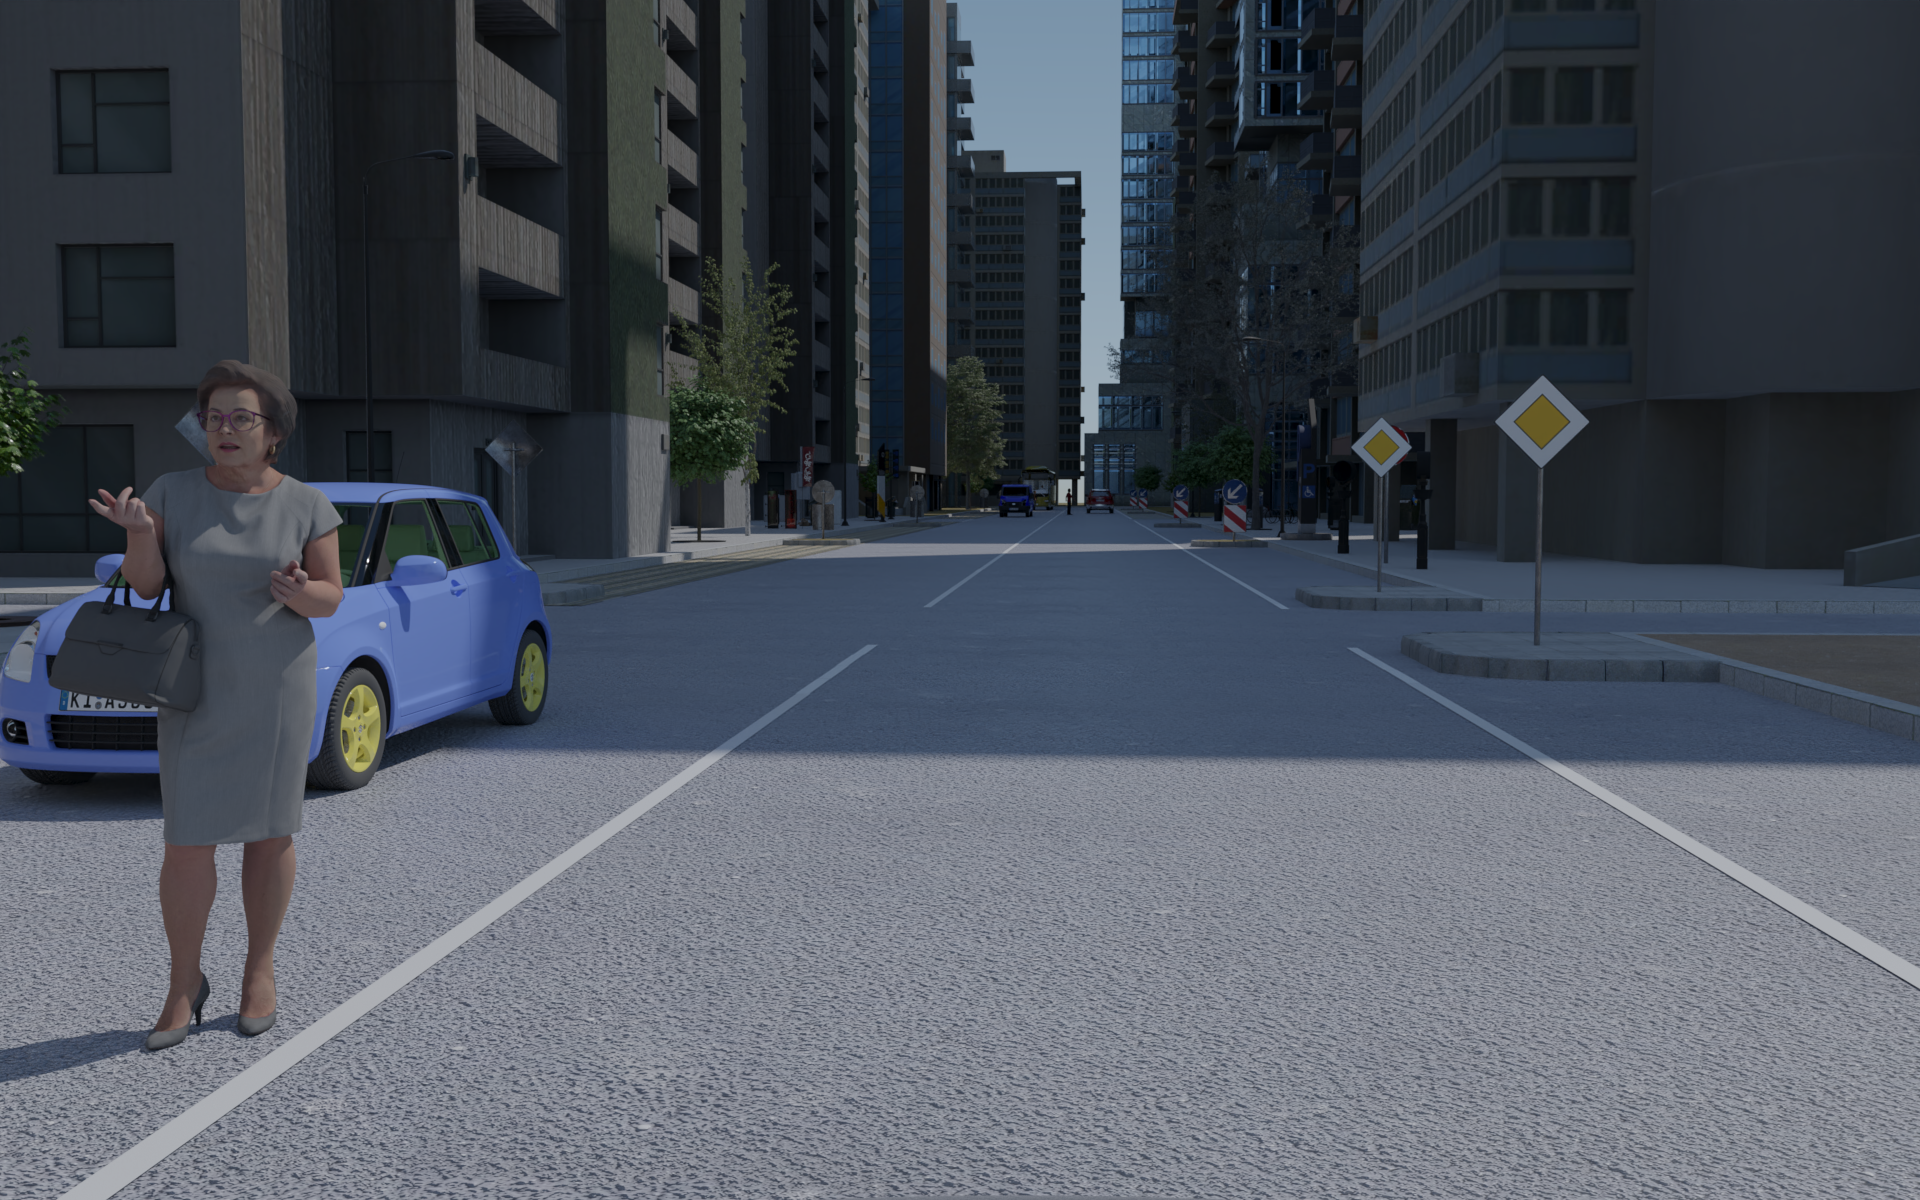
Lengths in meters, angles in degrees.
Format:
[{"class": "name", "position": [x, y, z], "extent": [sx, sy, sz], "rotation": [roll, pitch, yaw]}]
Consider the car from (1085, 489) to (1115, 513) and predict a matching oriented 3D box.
[{"class": "car", "position": [10.472, -7.391, 129.515], "extent": [2.281, 1.827, 5.304], "rotation": [0, 4, 4]}]

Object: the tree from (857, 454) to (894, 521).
[{"class": "tree", "position": [-4.227, -5.419, 83.199], "extent": [1.663, 3.219, 1.824], "rotation": [0, 3, 0]}]

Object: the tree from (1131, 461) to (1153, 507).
[{"class": "tree", "position": [18.588, -11.455, 171.006], "extent": [4.285, 4.588, 4.351], "rotation": [0, 3, 0]}]

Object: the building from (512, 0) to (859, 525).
[{"class": "building", "position": [-13.028, -19.291, 87.116], "extent": [14.160, 30.474, 14.107], "rotation": [0, 4, 4]}]

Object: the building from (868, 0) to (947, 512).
[{"class": "building", "position": [-8.468, -29.320, 129.485], "extent": [14.600, 45.320, 14.200], "rotation": [0, 4, 4]}]

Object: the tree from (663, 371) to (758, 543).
[{"class": "tree", "position": [-7.074, -3.828, 46.300], "extent": [4.285, 4.588, 4.351], "rotation": [0, 3, 0]}]

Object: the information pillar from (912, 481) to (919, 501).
[{"class": "information pillar", "position": [-2.412, -5.532, 94.939], "extent": [0.304, 2.012, 0.304], "rotation": [-2, 4, -23]}]

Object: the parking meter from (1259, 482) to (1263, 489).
[{"class": "parking meter", "position": [14.138, -4.642, 81.605], "extent": [0.255, 1.863, 0.399], "rotation": [0, 4, 2]}]

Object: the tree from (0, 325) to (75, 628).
[{"class": "tree", "position": [-9.698, -1.362, 16.872], "extent": [1.663, 3.219, 1.824], "rotation": [0, 3, 0]}]

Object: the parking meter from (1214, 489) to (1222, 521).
[{"class": "parking meter", "position": [12.098, -4.448, 81.129], "extent": [0.372, 1.533, 0.369], "rotation": [0, 3, 0]}]

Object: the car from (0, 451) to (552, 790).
[{"class": "car", "position": [-3.608, 0.001, 9.569], "extent": [1.945, 1.707, 3.694], "rotation": [0, 4, 6]}]

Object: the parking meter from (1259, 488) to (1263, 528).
[{"class": "parking meter", "position": [11.173, -3.457, 64.926], "extent": [0.372, 1.533, 0.369], "rotation": [0, 3, 0]}]

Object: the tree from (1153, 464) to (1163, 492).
[{"class": "tree", "position": [12.955, -6.759, 94.230], "extent": [4.285, 4.588, 4.351], "rotation": [0, 3, 0]}]

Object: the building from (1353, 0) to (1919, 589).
[{"class": "building", "position": [21.814, -21.060, 36.211], "extent": [23.993, 40.220, 32.217], "rotation": [0, 4, 4]}]

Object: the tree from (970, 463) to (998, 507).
[{"class": "tree", "position": [2.281, -11.763, 176.042], "extent": [4.285, 4.588, 4.351], "rotation": [0, 3, 0]}]

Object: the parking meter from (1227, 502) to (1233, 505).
[{"class": "parking meter", "position": [10.220, -3.473, 65.200], "extent": [0.372, 1.533, 0.369], "rotation": [0, 3, 0]}]

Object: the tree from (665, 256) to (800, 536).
[{"class": "tree", "position": [-6.704, -6.259, 52.704], "extent": [4.737, 8.622, 4.395], "rotation": [0, 3, 0]}]

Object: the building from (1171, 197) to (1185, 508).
[{"class": "building", "position": [27.091, -24.024, 164.497], "extent": [14.160, 30.474, 14.107], "rotation": [0, 4, 4]}]

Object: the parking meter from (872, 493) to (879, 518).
[{"class": "parking meter", "position": [-4.613, -5.425, 94.415], "extent": [0.255, 1.863, 0.399], "rotation": [1, 4, 16]}]

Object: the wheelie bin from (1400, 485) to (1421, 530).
[{"class": "wheelie bin", "position": [15.855, -3.265, 61.291], "extent": [0.693, 1.594, 0.980], "rotation": [-3, 5, -39]}]

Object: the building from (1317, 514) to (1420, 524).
[{"class": "building", "position": [27.717, -26.094, 81.263], "extent": [22.147, 44.769, 28.867], "rotation": [0, 4, 4]}]

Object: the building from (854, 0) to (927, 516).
[{"class": "building", "position": [-18.815, -25.652, 111.293], "extent": [32.217, 40.220, 23.993], "rotation": [0, 4, 4]}]

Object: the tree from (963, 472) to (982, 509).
[{"class": "tree", "position": [0.931, -9.435, 148.860], "extent": [1.663, 3.219, 1.824], "rotation": [0, 3, 0]}]

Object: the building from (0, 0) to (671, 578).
[{"class": "building", "position": [-14.002, -15.899, 31.654], "extent": [14.160, 30.474, 14.107], "rotation": [0, 4, 4]}]

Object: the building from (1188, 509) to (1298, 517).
[{"class": "building", "position": [26.497, -48.800, 110.549], "extent": [22.319, 86.520, 31.000], "rotation": [0, 4, 4]}]

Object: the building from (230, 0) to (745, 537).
[{"class": "building", "position": [-16.033, -17.805, 62.812], "extent": [14.160, 30.474, 14.107], "rotation": [0, 4, 4]}]

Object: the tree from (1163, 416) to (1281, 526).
[{"class": "tree", "position": [11.505, -5.343, 71.078], "extent": [4.285, 4.588, 4.351], "rotation": [0, 3, 0]}]

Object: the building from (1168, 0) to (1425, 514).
[{"class": "building", "position": [28.639, -29.836, 142.440], "extent": [22.147, 44.769, 28.867], "rotation": [0, 4, 4]}]

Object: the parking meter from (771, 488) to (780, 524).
[{"class": "parking meter", "position": [-7.937, -4.033, 74.344], "extent": [0.372, 1.533, 0.369], "rotation": [0, 3, 0]}]

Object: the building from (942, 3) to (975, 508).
[{"class": "building", "position": [-14.146, -33.165, 161.849], "extent": [30.456, 49.044, 23.786], "rotation": [0, 4, 4]}]

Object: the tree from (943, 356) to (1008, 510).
[{"class": "tree", "position": [0.289, -13.736, 142.711], "extent": [7.486, 12.596, 7.792], "rotation": [0, 3, 0]}]

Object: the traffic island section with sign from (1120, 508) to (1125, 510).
[{"class": "traffic island section with sign", "position": [15.138, -8.798, 152.467], "extent": [1.989, 1.847, 2.006], "rotation": [0, 4, 4]}]

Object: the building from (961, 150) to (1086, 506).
[{"class": "building", "position": [2.296, -30.979, 198.385], "extent": [23.993, 40.220, 32.217], "rotation": [0, 4, 4]}]

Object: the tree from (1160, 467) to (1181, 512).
[{"class": "tree", "position": [15.050, -7.850, 122.949], "extent": [1.663, 3.219, 1.824], "rotation": [0, 3, 0]}]

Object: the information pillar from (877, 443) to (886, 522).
[{"class": "information pillar", "position": [-3.576, -5.343, 78.716], "extent": [0.183, 3.616, 0.504], "rotation": [2, 4, 34]}]

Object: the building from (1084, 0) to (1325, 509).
[{"class": "building", "position": [29.356, -53.664, 190.076], "extent": [31.000, 86.520, 22.319], "rotation": [0, 4, 4]}]

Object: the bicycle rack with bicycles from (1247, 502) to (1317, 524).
[{"class": "bicycle rack with bicycles", "position": [14.345, -3.806, 75.611], "extent": [2.852, 0.926, 2.925], "rotation": [-3, 4, -38]}]

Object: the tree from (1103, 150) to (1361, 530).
[{"class": "tree", "position": [10.584, -9.247, 61.557], "extent": [12.009, 13.543, 11.850], "rotation": [0, 3, 0]}]

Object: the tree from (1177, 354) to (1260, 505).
[{"class": "tree", "position": [13.093, -8.315, 86.316], "extent": [4.360, 8.622, 3.978], "rotation": [0, 3, 0]}]
